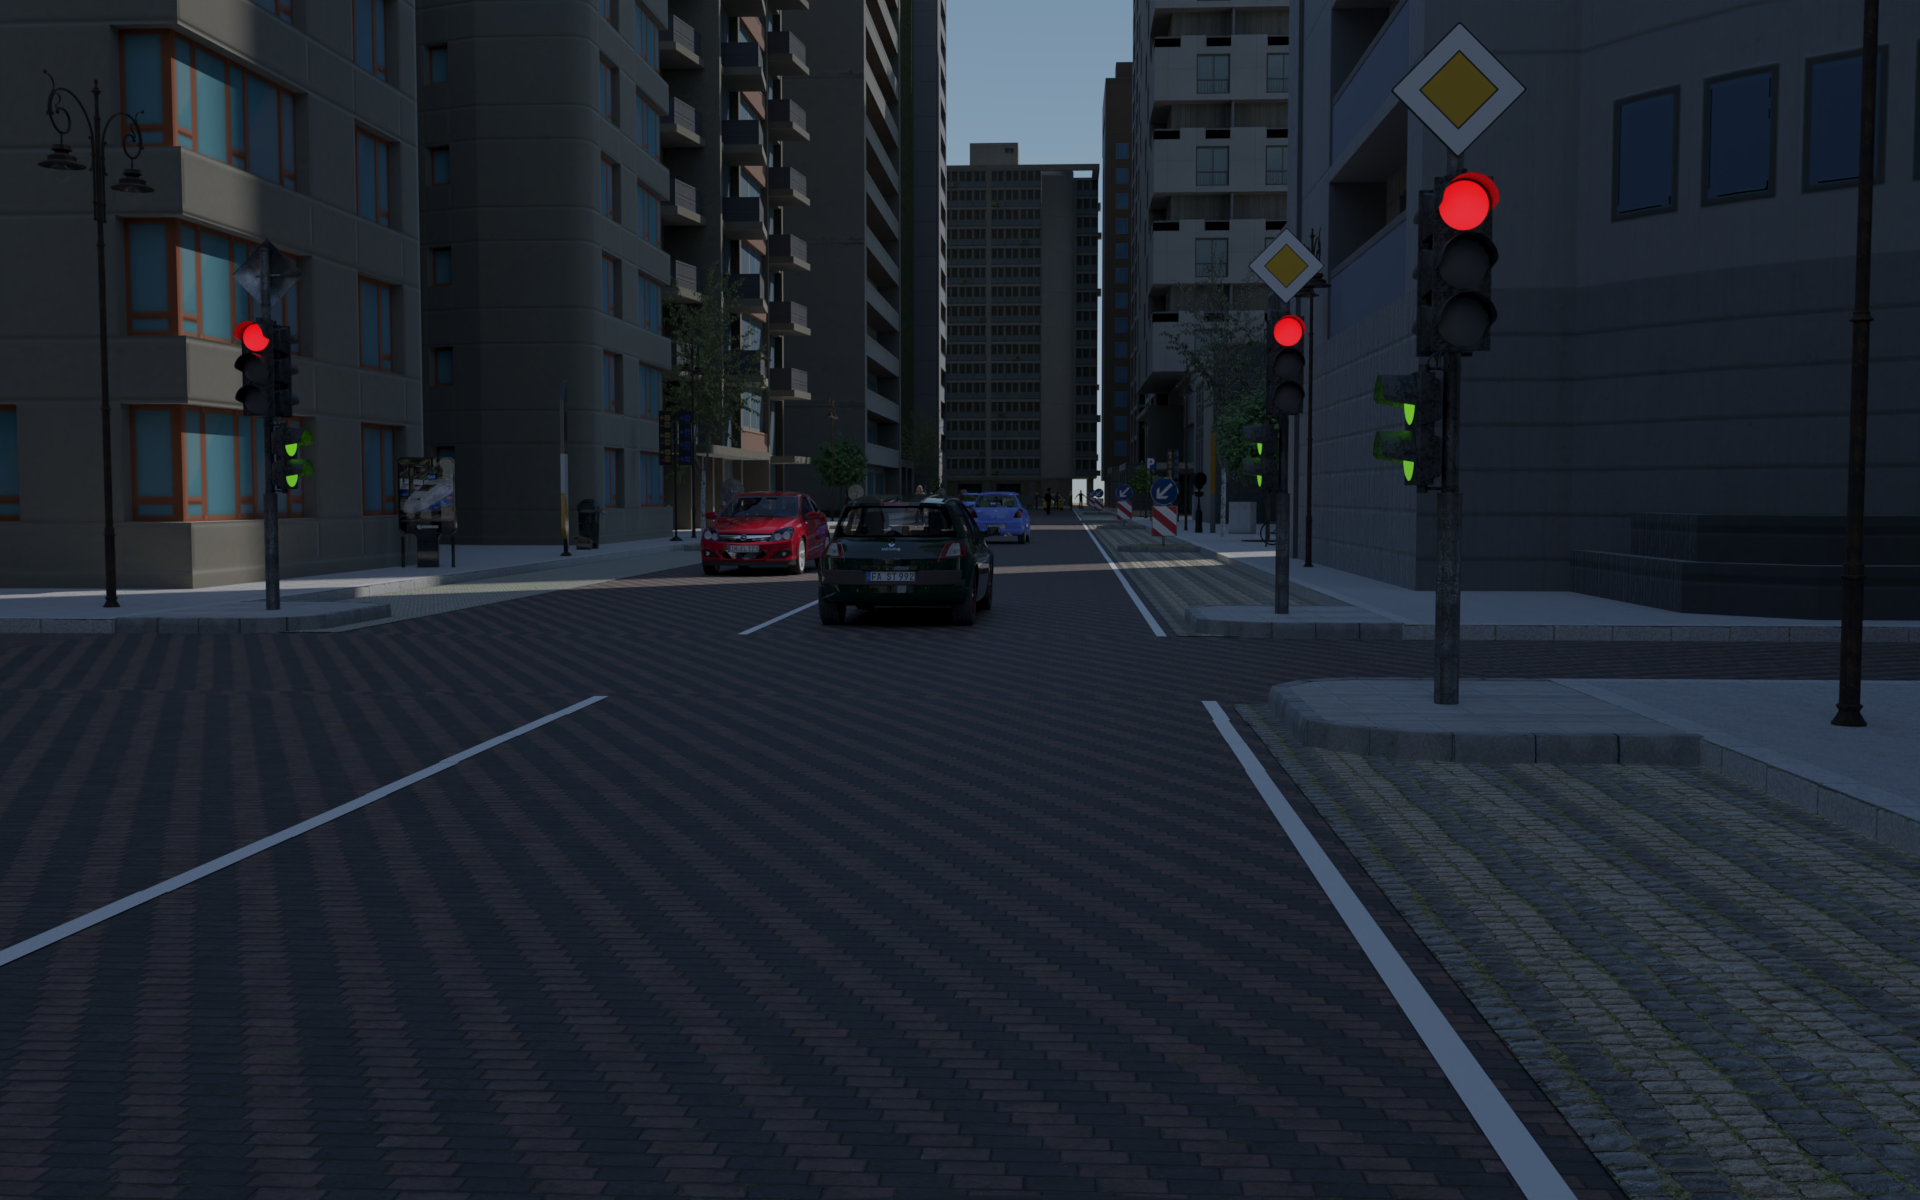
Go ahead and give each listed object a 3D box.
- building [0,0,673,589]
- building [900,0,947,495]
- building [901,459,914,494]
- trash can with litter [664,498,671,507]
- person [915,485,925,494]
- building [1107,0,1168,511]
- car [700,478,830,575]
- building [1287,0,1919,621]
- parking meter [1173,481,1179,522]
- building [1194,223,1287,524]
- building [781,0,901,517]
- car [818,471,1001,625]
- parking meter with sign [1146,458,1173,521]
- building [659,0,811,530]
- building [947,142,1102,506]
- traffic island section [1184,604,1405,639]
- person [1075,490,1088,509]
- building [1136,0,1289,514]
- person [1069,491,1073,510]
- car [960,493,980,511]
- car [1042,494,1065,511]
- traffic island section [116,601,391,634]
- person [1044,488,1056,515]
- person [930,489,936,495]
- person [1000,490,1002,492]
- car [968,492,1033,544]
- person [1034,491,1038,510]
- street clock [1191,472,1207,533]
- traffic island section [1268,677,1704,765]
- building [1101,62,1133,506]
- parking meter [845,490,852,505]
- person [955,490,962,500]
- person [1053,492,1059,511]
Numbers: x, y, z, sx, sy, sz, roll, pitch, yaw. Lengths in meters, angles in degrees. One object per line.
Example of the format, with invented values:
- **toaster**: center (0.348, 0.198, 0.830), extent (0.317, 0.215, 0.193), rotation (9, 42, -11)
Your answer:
- **building**: center (-23.304, -11.799, 37.949), extent (27.650, 21.520, 28.899), rotation (0, 4, 3)
- **building**: center (-15.505, -37.784, 159.770), extent (28.212, 58.520, 21.231), rotation (0, 4, 3)
- **building**: center (-14.024, -42.023, 125.336), extent (20.563, 71.187, 20.611), rotation (0, 4, 3)
- **trash can with litter**: center (-9.304, -2.527, 52.706), extent (1.055, 1.170, 0.624), rotation (-1, 4, -11)
- **person**: center (-1.649, -3.988, 73.887), extent (0.709, 1.800, 0.728), rotation (2, 4, 24)
- **building**: center (24.049, -43.964, 157.063), extent (20.563, 71.187, 20.611), rotation (0, 4, 3)
- **car**: center (-3.569, -1.416, 32.188), extent (2.155, 1.783, 4.494), rotation (0, 4, 5)
- **building**: center (20.262, -29.527, 24.766), extent (28.212, 58.520, 21.231), rotation (0, 4, 3)
- **parking meter**: center (9.959, -4.535, 79.858), extent (0.255, 1.863, 0.399), rotation (0, 4, -2)
- **building**: center (21.688, -46.086, 66.185), extent (22.319, 86.520, 31.000), rotation (0, 4, 3)
- **building**: center (-15.211, -29.437, 104.994), extent (21.300, 48.544, 21.600), rotation (0, 4, 3)
- **car**: center (-0.560, -0.645, 20.338), extent (2.009, 1.686, 4.222), rotation (0, 4, 5)
- **parking meter with sign**: center (9.697, -5.345, 83.644), extent (0.543, 3.016, 1.738), rotation (3, 5, 41)
- **building**: center (-18.495, -25.640, 73.833), extent (22.147, 44.769, 28.867), rotation (0, 4, 3)
- **building**: center (3.745, -30.722, 194.177), extent (23.993, 40.220, 32.217), rotation (0, 4, 3)
- **traffic island section**: center (3.474, 0.226, 18.581), extent (2.009, 0.180, 2.903), rotation (0, 4, 3)
- **person**: center (11.599, -9.634, 165.983), extent (1.348, 1.831, 0.705), rotation (-1, 4, -16)
- **building**: center (25.582, -32.027, 112.876), extent (28.713, 52.752, 27.495), rotation (0, 4, 3)
- **person**: center (9.630, -8.712, 151.668), extent (0.721, 1.736, 1.217), rotation (1, 4, 9)
- **car**: center (0.727, -6.041, 108.366), extent (1.945, 1.707, 3.694), rotation (0, 4, 2)
- **car**: center (7.999, -8.449, 148.363), extent (2.015, 1.641, 3.980), rotation (0, 4, 3)
- **traffic island section**: center (-7.648, 0.186, 19.244), extent (2.009, 0.180, 2.903), rotation (0, 4, 3)
- **person**: center (6.016, -6.651, 116.878), extent (0.705, 1.869, 1.348), rotation (-2, 4, -28)
- **person**: center (-1.786, -6.203, 110.726), extent (0.445, 1.727, 0.742), rotation (1, 4, 19)
- **person**: center (3.163, -7.757, 136.041), extent (1.217, 1.735, 0.721), rotation (-1, 4, -12)
- **car**: center (1.171, -2.532, 50.981), extent (1.945, 1.707, 3.694), rotation (0, 4, 5)
- **person**: center (6.928, -9.162, 159.100), extent (0.445, 1.727, 0.742), rotation (-3, 4, -36)
- **street clock**: center (7.899, -3.222, 57.243), extent (0.471, 2.002, 0.358), rotation (-2, 4, -25)
- **traffic island section**: center (3.000, 0.714, 10.610), extent (2.009, 0.180, 2.903), rotation (0, 4, 3)
- **building**: center (22.213, -32.585, 182.882), extent (14.200, 45.320, 14.600), rotation (0, 4, 3)
- **parking meter**: center (-6.076, -5.276, 94.669), extent (0.372, 1.533, 0.369), rotation (0, 3, 0)
- **person**: center (0.016, -8.139, 142.298), extent (1.217, 1.743, 0.721), rotation (0, 4, -2)
- **person**: center (8.040, -8.245, 144.780), extent (0.415, 1.643, 0.593), rotation (3, 5, 45)
